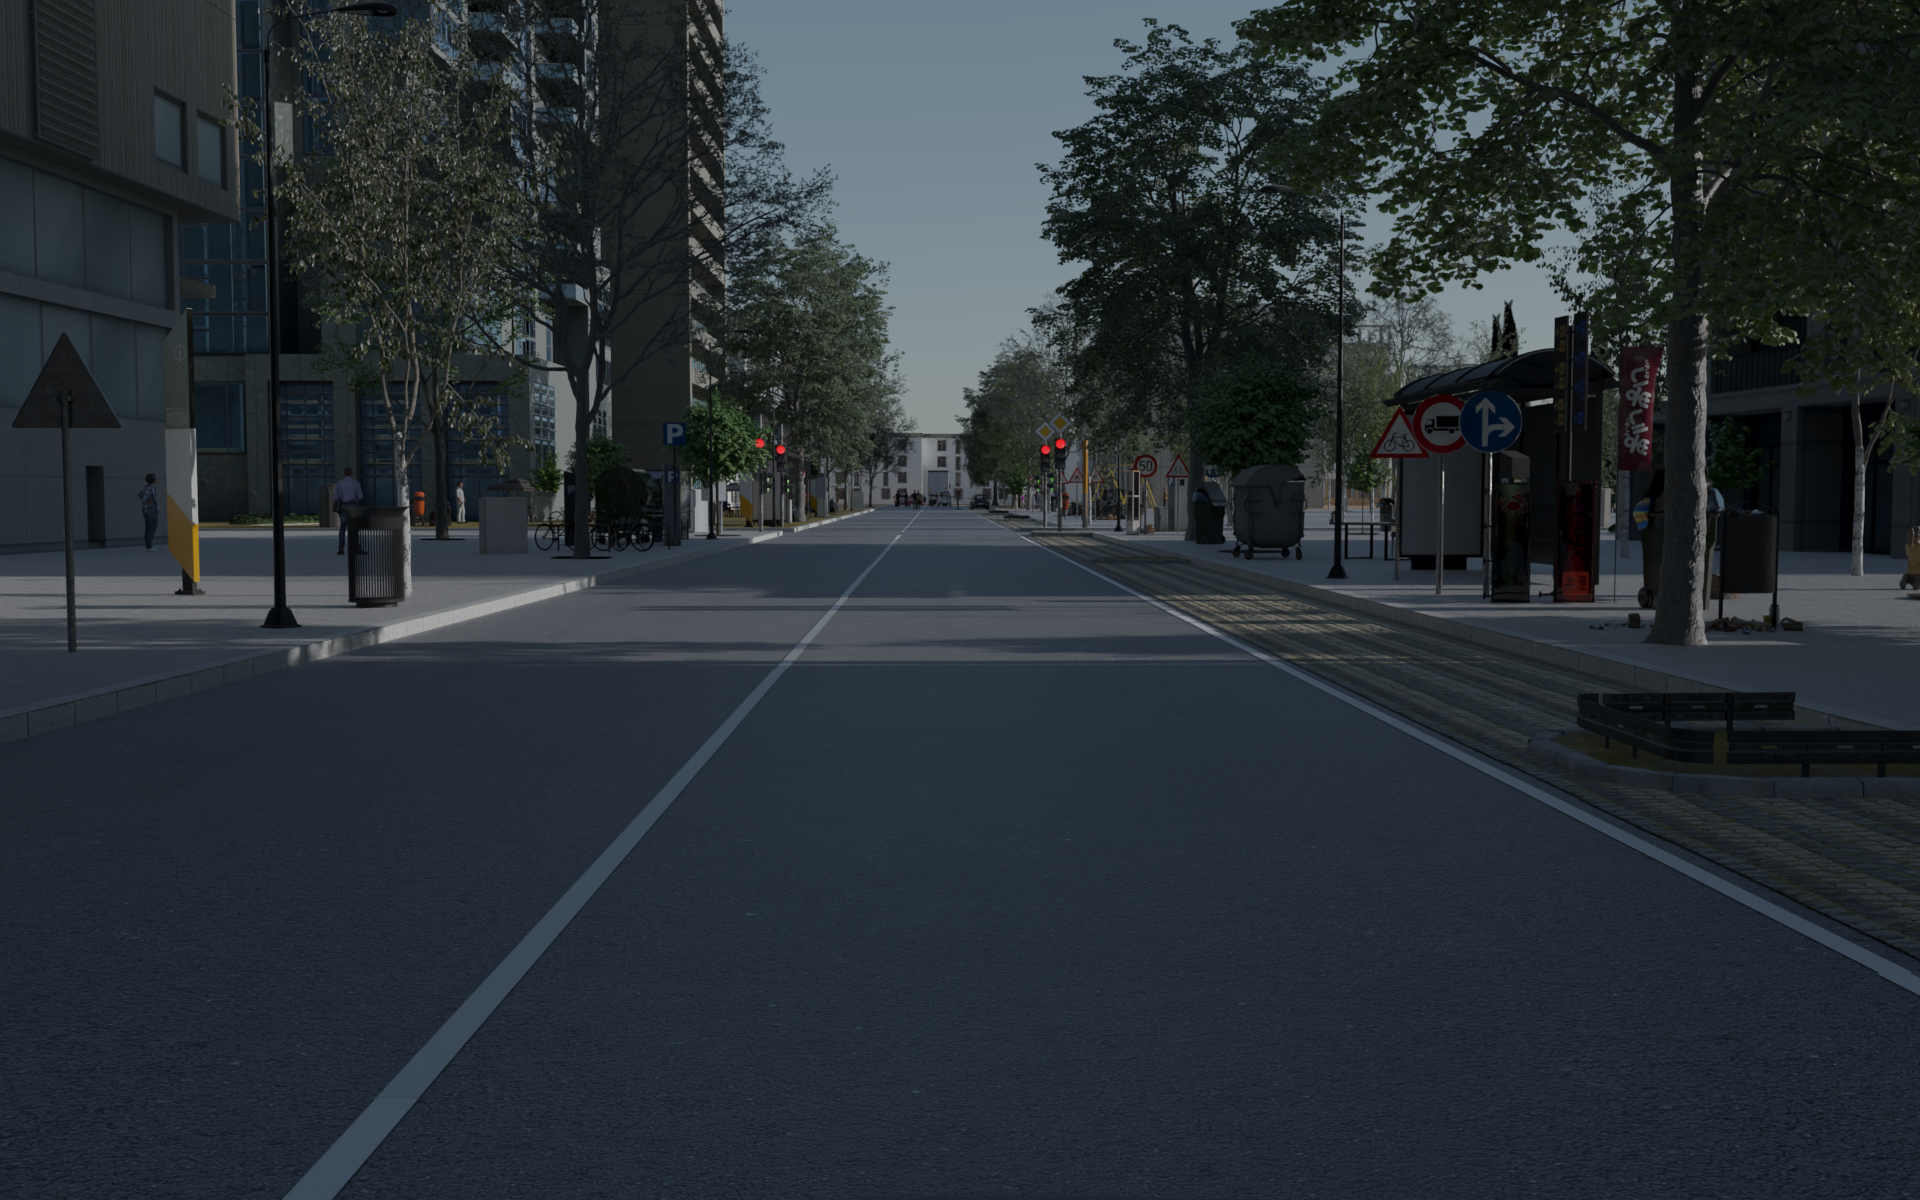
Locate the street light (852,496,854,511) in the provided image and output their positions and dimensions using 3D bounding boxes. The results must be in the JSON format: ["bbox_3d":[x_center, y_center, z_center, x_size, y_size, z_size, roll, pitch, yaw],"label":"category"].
[{"bbox_3d":[-7.667,-9.710,131.297,1.470,5.913,1.316,0,4,-1],"label":"street light"}]

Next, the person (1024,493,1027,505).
[{"bbox_3d":[7.614,-11.814,202.461,0.557,1.426,1.065,-3,5,-41],"label":"person"}]

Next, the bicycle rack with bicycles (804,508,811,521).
[{"bbox_3d":[-9.000,-4.299,83.676,2.925,0.926,2.852,3,5,42],"label":"bicycle rack with bicycles"}]

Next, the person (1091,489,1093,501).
[{"bbox_3d":[12.049,-9.374,159.759,0.683,1.767,0.568,2,4,34],"label":"person"}]

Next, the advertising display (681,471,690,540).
[{"bbox_3d":[-7.789,-2.655,48.623,0.123,1.923,0.974,1,4,10],"label":"advertising display"}]

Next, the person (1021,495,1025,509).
[{"bbox_3d":[5.440,-8.529,148.707,0.599,1.433,0.991,2,4,28],"label":"person"}]

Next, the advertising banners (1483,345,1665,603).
[{"bbox_3d":[7.219,-1.479,20.363,2.074,3.025,0.090,0,4,-1],"label":"advertising banners"}]

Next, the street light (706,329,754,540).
[{"bbox_3d":[-6.489,-4.667,48.853,1.470,5.913,1.316,0,4,-1],"label":"street light"}]

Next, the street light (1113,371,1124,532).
[{"bbox_3d":[4.865,-5.281,58.886,1.470,5.913,1.316,0,4,-1],"label":"street light"}]

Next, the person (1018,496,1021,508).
[{"bbox_3d":[5.461,-9.334,158.743,0.705,1.812,1.348,-1,4,-18],"label":"person"}]

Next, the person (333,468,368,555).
[{"bbox_3d":[-12.871,-1.876,36.590,0.709,1.838,0.599,0,4,-6],"label":"person"}]

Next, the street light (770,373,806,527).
[{"bbox_3d":[-6.627,-5.753,66.602,1.470,5.913,1.316,0,4,-1],"label":"street light"}]

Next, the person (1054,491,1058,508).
[{"bbox_3d":[8.847,-9.225,156.743,0.709,1.838,0.599,0,4,-1],"label":"person"}]

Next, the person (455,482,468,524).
[{"bbox_3d":[-21.556,-4.202,74.898,0.789,1.805,0.875,1,4,9],"label":"person"}]

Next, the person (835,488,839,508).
[{"bbox_3d":[-11.626,-9.683,164.360,0.705,1.824,1.348,-1,4,-11],"label":"person"}]

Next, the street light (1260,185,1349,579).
[{"bbox_3d":[5.204,-3.281,26.188,1.470,5.913,1.316,0,4,-1],"label":"street light"}]

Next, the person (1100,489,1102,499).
[{"bbox_3d":[13.119,-9.508,162.175,0.721,1.739,1.217,0,4,7],"label":"person"}]

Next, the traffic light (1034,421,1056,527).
[{"bbox_3d":[3.267,-4.767,66.863,0.839,4.253,0.868,0,4,-1],"label":"traffic light"}]

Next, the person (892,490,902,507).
[{"bbox_3d":[-6.846,-11.134,190.169,1.348,1.869,0.705,-3,5,-41],"label":"person"}]

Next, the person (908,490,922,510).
[{"bbox_3d":[-4.158,-9.263,159.968,1.348,1.822,0.705,-1,4,-22],"label":"person"}]

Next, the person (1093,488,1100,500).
[{"bbox_3d":[9.973,-7.339,126.861,0.431,1.722,0.655,2,4,29],"label":"person"}]

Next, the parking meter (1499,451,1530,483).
[{"bbox_3d":[7.425,-1.072,23.232,0.255,1.863,0.399,-1,4,-11],"label":"parking meter"}]

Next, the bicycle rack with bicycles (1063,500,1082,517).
[{"bbox_3d":[7.047,-5.226,98.826,2.925,0.926,2.852,1,4,9],"label":"bicycle rack with bicycles"}]

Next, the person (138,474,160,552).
[{"bbox_3d":[-17.945,-1.932,38.352,0.376,1.734,0.841,-2,4,-31],"label":"person"}]

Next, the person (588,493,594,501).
[{"bbox_3d":[-12.726,-3.091,58.446,0.662,1.594,0.647,2,4,35],"label":"person"}]

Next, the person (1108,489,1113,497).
[{"bbox_3d":[14.687,-9.950,169.395,0.551,1.740,0.621,1,4,21],"label":"person"}]

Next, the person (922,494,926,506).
[{"bbox_3d":[-4.163,-11.593,201.238,0.628,1.438,0.799,-3,5,-43],"label":"person"}]

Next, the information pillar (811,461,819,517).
[{"bbox_3d":[-8.160,-6.492,97.492,0.504,3.616,0.183,1,4,17],"label":"information pillar"}]

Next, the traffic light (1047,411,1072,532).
[{"bbox_3d":[3.377,-4.279,58.879,0.839,4.253,0.868,0,4,-1],"label":"traffic light"}]

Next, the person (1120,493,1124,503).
[{"bbox_3d":[14.722,-9.080,157.737,0.421,1.427,0.697,1,4,9],"label":"person"}]

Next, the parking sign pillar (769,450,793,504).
[{"bbox_3d":[-9.244,-6.136,88.800,1.447,3.967,1.447,-1,4,-13],"label":"parking sign pillar"}]

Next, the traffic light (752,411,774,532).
[{"bbox_3d":[-6.743,-4.269,58.724,0.839,4.253,0.868,0,4,-1],"label":"traffic light"}]

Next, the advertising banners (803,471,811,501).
[{"bbox_3d":[-11.388,-8.192,130.132,0.090,3.025,2.074,1,4,21],"label":"advertising banners"}]

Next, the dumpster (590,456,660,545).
[{"bbox_3d":[-8.632,-2.577,44.620,1.502,2.255,1.985,0,4,-1],"label":"dumpster"}]

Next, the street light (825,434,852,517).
[{"bbox_3d":[-7.107,-7.721,98.776,1.470,5.913,1.316,0,4,-1],"label":"street light"}]

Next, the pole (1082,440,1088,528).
[{"bbox_3d":[4.759,-4.405,65.871,0.158,3.312,0.155,0,3,0],"label":"pole"}]

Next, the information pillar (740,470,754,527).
[{"bbox_3d":[-8.238,-4.613,66.782,0.504,3.616,0.183,1,4,20],"label":"information pillar"}]

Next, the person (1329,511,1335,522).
[{"bbox_3d":[16.689,-3.713,77.229,0.381,0.543,0.357,-3,5,-45],"label":"person"}]

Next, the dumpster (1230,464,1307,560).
[{"bbox_3d":[6.109,-1.744,34.274,1.264,1.857,1.865,0,4,-1],"label":"dumpster"}]

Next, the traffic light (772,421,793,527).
[{"bbox_3d":[-6.853,-4.758,66.708,0.839,4.253,0.868,0,4,-1],"label":"traffic light"}]

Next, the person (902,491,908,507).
[{"bbox_3d":[-5.865,-10.809,186.049,0.721,1.723,1.217,2,4,27],"label":"person"}]

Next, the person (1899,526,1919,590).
[{"bbox_3d":[12.960,-0.570,23.286,0.695,0.859,0.347,-2,4,-28],"label":"person"}]

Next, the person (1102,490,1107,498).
[{"bbox_3d":[13.624,-9.599,164.463,0.593,1.643,0.415,1,4,12],"label":"person"}]

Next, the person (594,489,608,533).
[{"bbox_3d":[-11.599,-3.038,56.396,0.600,1.739,0.565,1,4,12],"label":"person"}]

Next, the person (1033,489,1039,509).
[{"bbox_3d":[6.340,-8.501,145.480,0.568,1.767,0.683,-1,4,-16],"label":"person"}]

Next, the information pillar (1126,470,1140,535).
[{"bbox_3d":[5.379,-3.018,53.836,0.304,2.012,0.304,-3,4,-37],"label":"information pillar"}]

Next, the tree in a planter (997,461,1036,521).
[{"bbox_3d":[2.967,-5.770,91.555,1.991,3.239,1.994,0,4,-1],"label":"tree in a planter"}]

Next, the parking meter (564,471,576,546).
[{"bbox_3d":[-9.606,-2.278,42.953,0.399,1.863,0.255,0,4,-5],"label":"parking meter"}]

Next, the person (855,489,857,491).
[{"bbox_3d":[-10.235,-10.066,170.761,0.705,1.807,1.348,1,4,17],"label":"person"}]

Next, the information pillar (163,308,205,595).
[{"bbox_3d":[-9.908,-1.877,22.047,0.504,3.616,0.183,2,4,28],"label":"information pillar"}]

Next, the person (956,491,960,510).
[{"bbox_3d":[-0.274,-9.150,158.823,0.721,1.735,1.217,0,4,2],"label":"person"}]

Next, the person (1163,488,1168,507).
[{"bbox_3d":[17.876,-8.855,150.917,0.705,1.812,1.348,0,4,-7],"label":"person"}]

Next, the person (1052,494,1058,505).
[{"bbox_3d":[11.098,-11.766,198.501,1.350,1.814,0.705,0,4,5],"label":"person"}]

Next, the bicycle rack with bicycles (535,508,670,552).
[{"bbox_3d":[-7.859,-1.587,39.331,2.925,0.926,2.852,3,5,39],"label":"bicycle rack with bicycles"}]

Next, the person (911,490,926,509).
[{"bbox_3d":[-3.935,-9.501,163.940,1.348,1.812,0.705,-1,4,-9],"label":"person"}]

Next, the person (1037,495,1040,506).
[{"bbox_3d":[7.601,-9.669,167.355,0.991,1.433,0.599,-2,4,-35],"label":"person"}]

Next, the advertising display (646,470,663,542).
[{"bbox_3d":[-8.039,-2.504,46.153,0.974,1.923,0.123,-1,4,-20],"label":"advertising display"}]

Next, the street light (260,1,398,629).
[{"bbox_3d":[-5.998,-2.688,16.492,1.470,5.913,1.316,0,4,-1],"label":"street light"}]

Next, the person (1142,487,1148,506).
[{"bbox_3d":[12.854,-6.966,120.495,0.434,1.755,0.990,0,4,4],"label":"person"}]
